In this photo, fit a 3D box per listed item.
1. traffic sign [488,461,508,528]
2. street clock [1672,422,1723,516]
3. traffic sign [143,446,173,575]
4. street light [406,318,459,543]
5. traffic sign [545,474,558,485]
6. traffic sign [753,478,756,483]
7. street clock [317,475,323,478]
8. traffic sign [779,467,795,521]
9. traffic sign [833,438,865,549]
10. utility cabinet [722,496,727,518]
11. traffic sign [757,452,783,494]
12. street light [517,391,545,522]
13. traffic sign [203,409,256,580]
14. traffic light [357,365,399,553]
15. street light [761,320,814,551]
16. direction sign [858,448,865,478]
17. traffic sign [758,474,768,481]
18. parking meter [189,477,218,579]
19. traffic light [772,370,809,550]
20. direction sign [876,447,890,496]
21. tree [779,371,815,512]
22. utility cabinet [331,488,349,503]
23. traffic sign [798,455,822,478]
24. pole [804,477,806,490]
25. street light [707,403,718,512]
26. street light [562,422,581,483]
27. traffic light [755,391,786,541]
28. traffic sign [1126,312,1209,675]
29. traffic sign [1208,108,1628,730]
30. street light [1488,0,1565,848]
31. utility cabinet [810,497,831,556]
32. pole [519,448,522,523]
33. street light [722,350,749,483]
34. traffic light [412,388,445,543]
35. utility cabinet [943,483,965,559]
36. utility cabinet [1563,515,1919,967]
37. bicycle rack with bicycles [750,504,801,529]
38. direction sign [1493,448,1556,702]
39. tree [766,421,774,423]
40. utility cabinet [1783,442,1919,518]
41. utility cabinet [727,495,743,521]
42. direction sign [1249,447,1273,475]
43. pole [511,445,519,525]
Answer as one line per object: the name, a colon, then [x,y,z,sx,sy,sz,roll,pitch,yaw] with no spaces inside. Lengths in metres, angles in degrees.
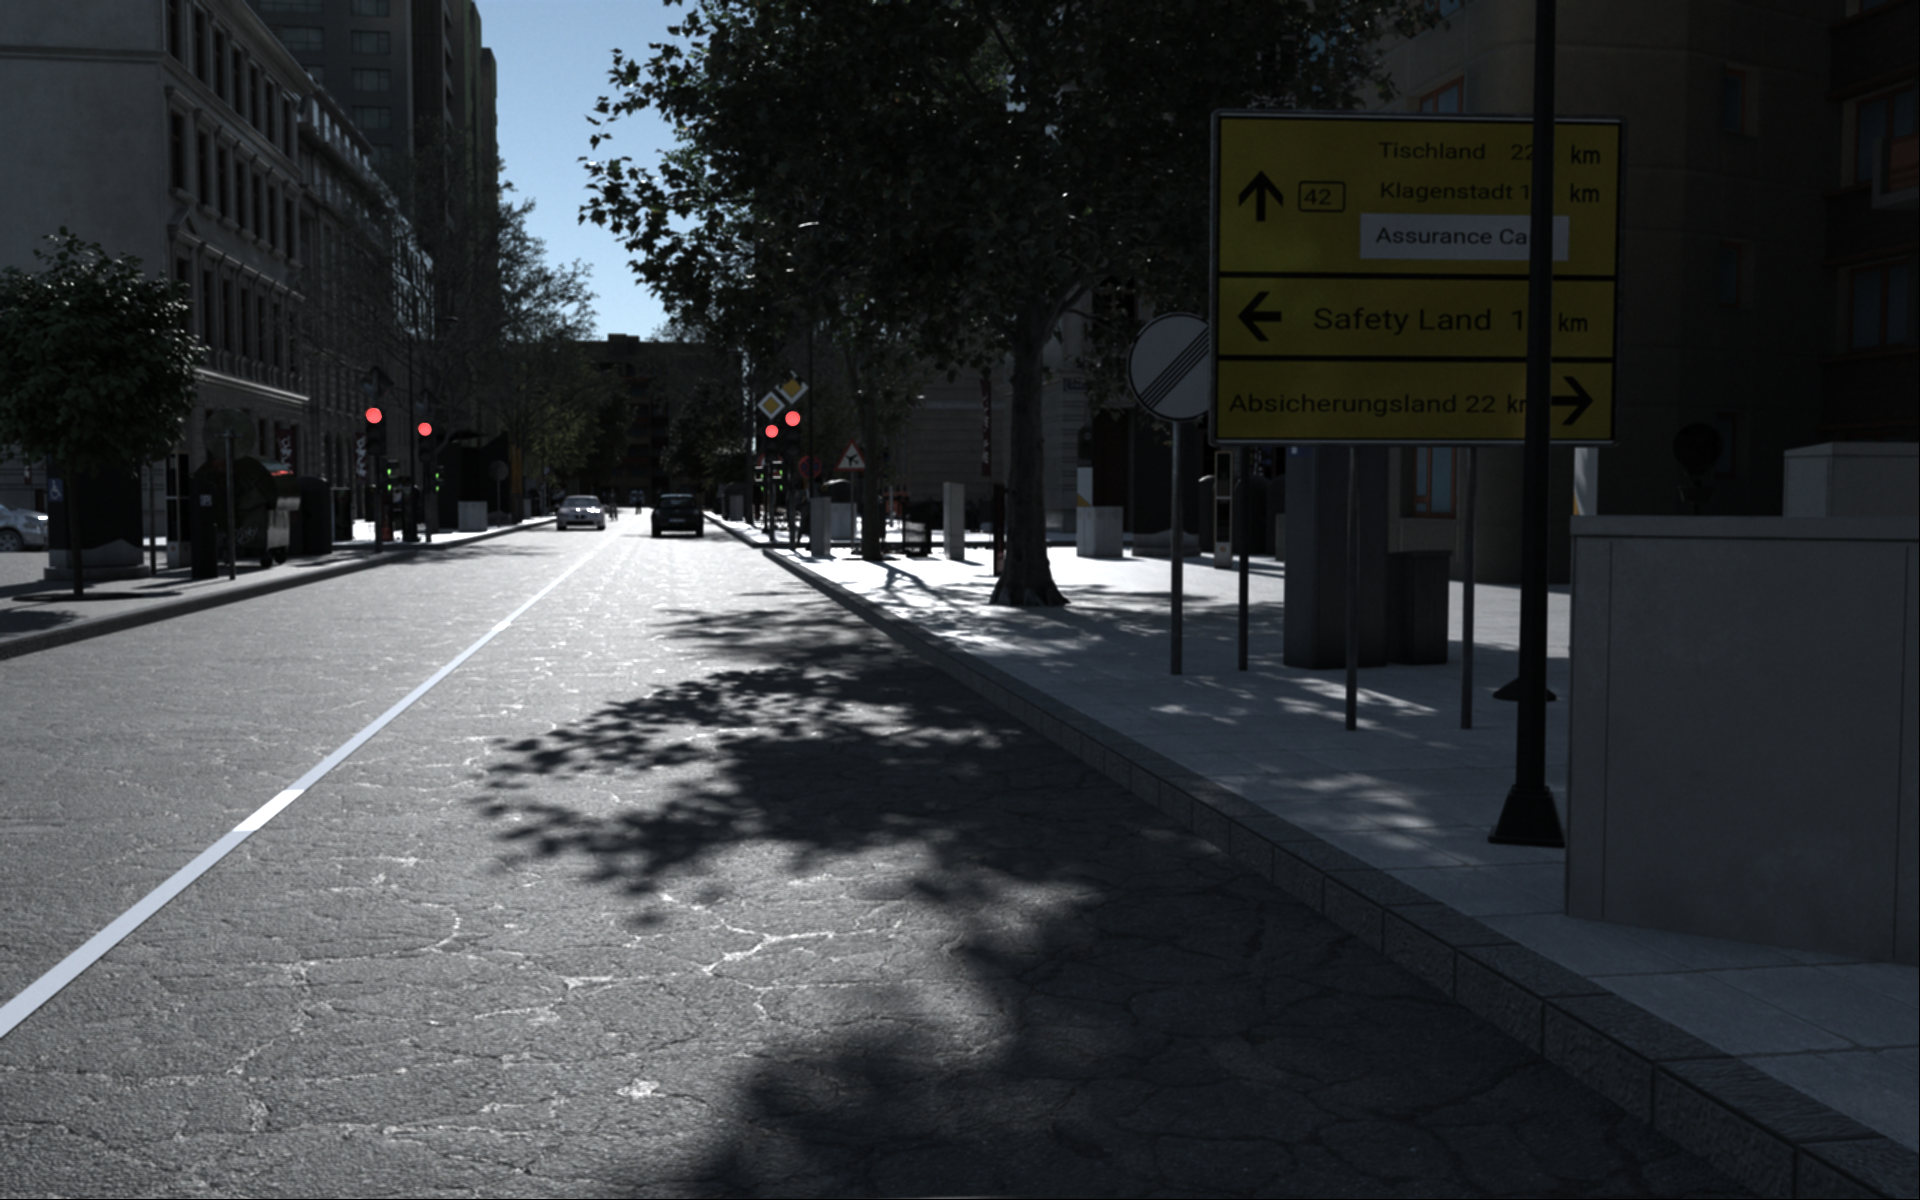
traffic sign: [-17.592,-4.029,65.985,0.768,2.556,0.104,0,4,-3]
street clock: [7.483,-0.798,17.611,0.471,2.002,0.358,2,4,25]
traffic sign: [-12.870,-1.679,27.557,0.768,2.556,0.104,0,4,-6]
street light: [-13.883,-4.470,45.623,1.470,5.913,1.316,-1,4,-10]
traffic sign: [-24.628,-6.378,104.385,0.768,2.556,0.104,-1,4,-8]
traffic sign: [-13.908,-7.012,114.744,0.768,2.556,0.104,0,4,-1]
street clock: [-24.991,-3.843,67.410,0.471,2.002,0.358,-2,4,-27]
traffic sign: [-8.080,-4.939,80.853,0.768,2.556,0.104,0,4,-1]
traffic sign: [-2.498,-2.453,40.114,0.884,2.594,0.081,0,4,-4]
utility cabinet: [-12.068,-4.878,90.913,1.020,1.237,0.306,3,4,38]
traffic sign: [-5.577,-3.115,51.031,0.768,2.556,0.104,0,4,0]
street light: [-19.411,-6.466,78.260,1.470,5.913,1.316,-1,4,-10]
traffic sign: [-10.902,-1.576,25.875,0.768,2.556,0.104,0,4,-7]
traffic light: [-12.715,-2.991,37.832,0.839,4.253,0.868,-1,4,-10]
street light: [-3.881,-4.054,38.826,1.470,5.913,1.316,-1,4,-10]
direction sign: [-4.617,-5.694,85.088,0.876,3.537,0.379,-3,4,-37]
traffic sign: [-9.642,-5.232,85.552,0.884,2.594,0.081,0,4,-3]
parking meter: [-11.520,-1.099,26.381,0.372,1.533,0.369,0,3,0]
traffic light: [-3.832,-3.084,39.339,0.839,4.253,0.868,-1,4,-10]
direction sign: [-3.816,-5.628,84.016,0.876,3.537,0.379,1,4,11]
tree: [-6.860,-8.431,88.216,4.737,8.622,4.395,0,3,0]
utility cabinet: [-22.950,-3.346,63.386,1.173,1.500,0.318,-2,4,-24]
traffic sign: [-4.890,-3.452,56.546,0.768,2.556,0.104,0,4,-5]
pole: [-10.751,-7.735,120.307,0.158,3.312,0.155,0,3,0]
street light: [-12.216,-7.103,88.667,1.470,5.913,1.316,-1,4,-10]
street light: [-25.052,-8.515,111.757,1.470,5.913,1.316,-1,4,-10]
traffic light: [-5.158,-3.565,47.214,0.839,4.253,0.868,-1,4,-10]
traffic sign: [1.538,-0.742,12.240,0.768,2.556,0.104,0,4,-8]
traffic sign: [2.451,-0.946,9.343,2.265,3.308,0.079,0,4,-4]
street light: [1.583,-2.057,6.179,1.470,5.913,1.316,-1,4,-10]
utility cabinet: [-2.930,-1.541,36.362,0.306,1.237,1.020,0,4,4]
pole: [-19.509,-5.065,76.663,0.158,3.312,0.155,0,3,0]
street light: [-6.836,-5.105,56.006,1.470,5.913,1.316,-1,4,-10]
traffic light: [-14.042,-3.473,45.706,0.839,4.253,0.868,-1,4,-10]
utility cabinet: [-0.108,-1.558,34.152,0.318,1.500,1.173,0,4,-6]
utility cabinet: [2.327,0.374,5.045,1.020,1.237,0.306,3,4,36]
bicycle rack with bicycles: [-6.336,-3.098,64.039,2.925,0.926,2.852,-1,4,-20]
direction sign: [3.543,-1.148,10.763,0.876,3.537,0.379,-1,4,-11]
tree: [-10.518,-9.865,111.662,4.737,8.622,4.395,0,3,0]
utility cabinet: [4.228,0.061,7.677,1.173,1.500,0.318,-1,4,-14]
utility cabinet: [-10.626,-4.353,82.330,0.306,1.237,1.020,1,4,15]
direction sign: [8.860,-3.643,51.562,0.876,3.537,0.379,2,4,24]
pole: [-18.521,-4.773,71.889,0.158,3.312,0.155,0,3,0]
